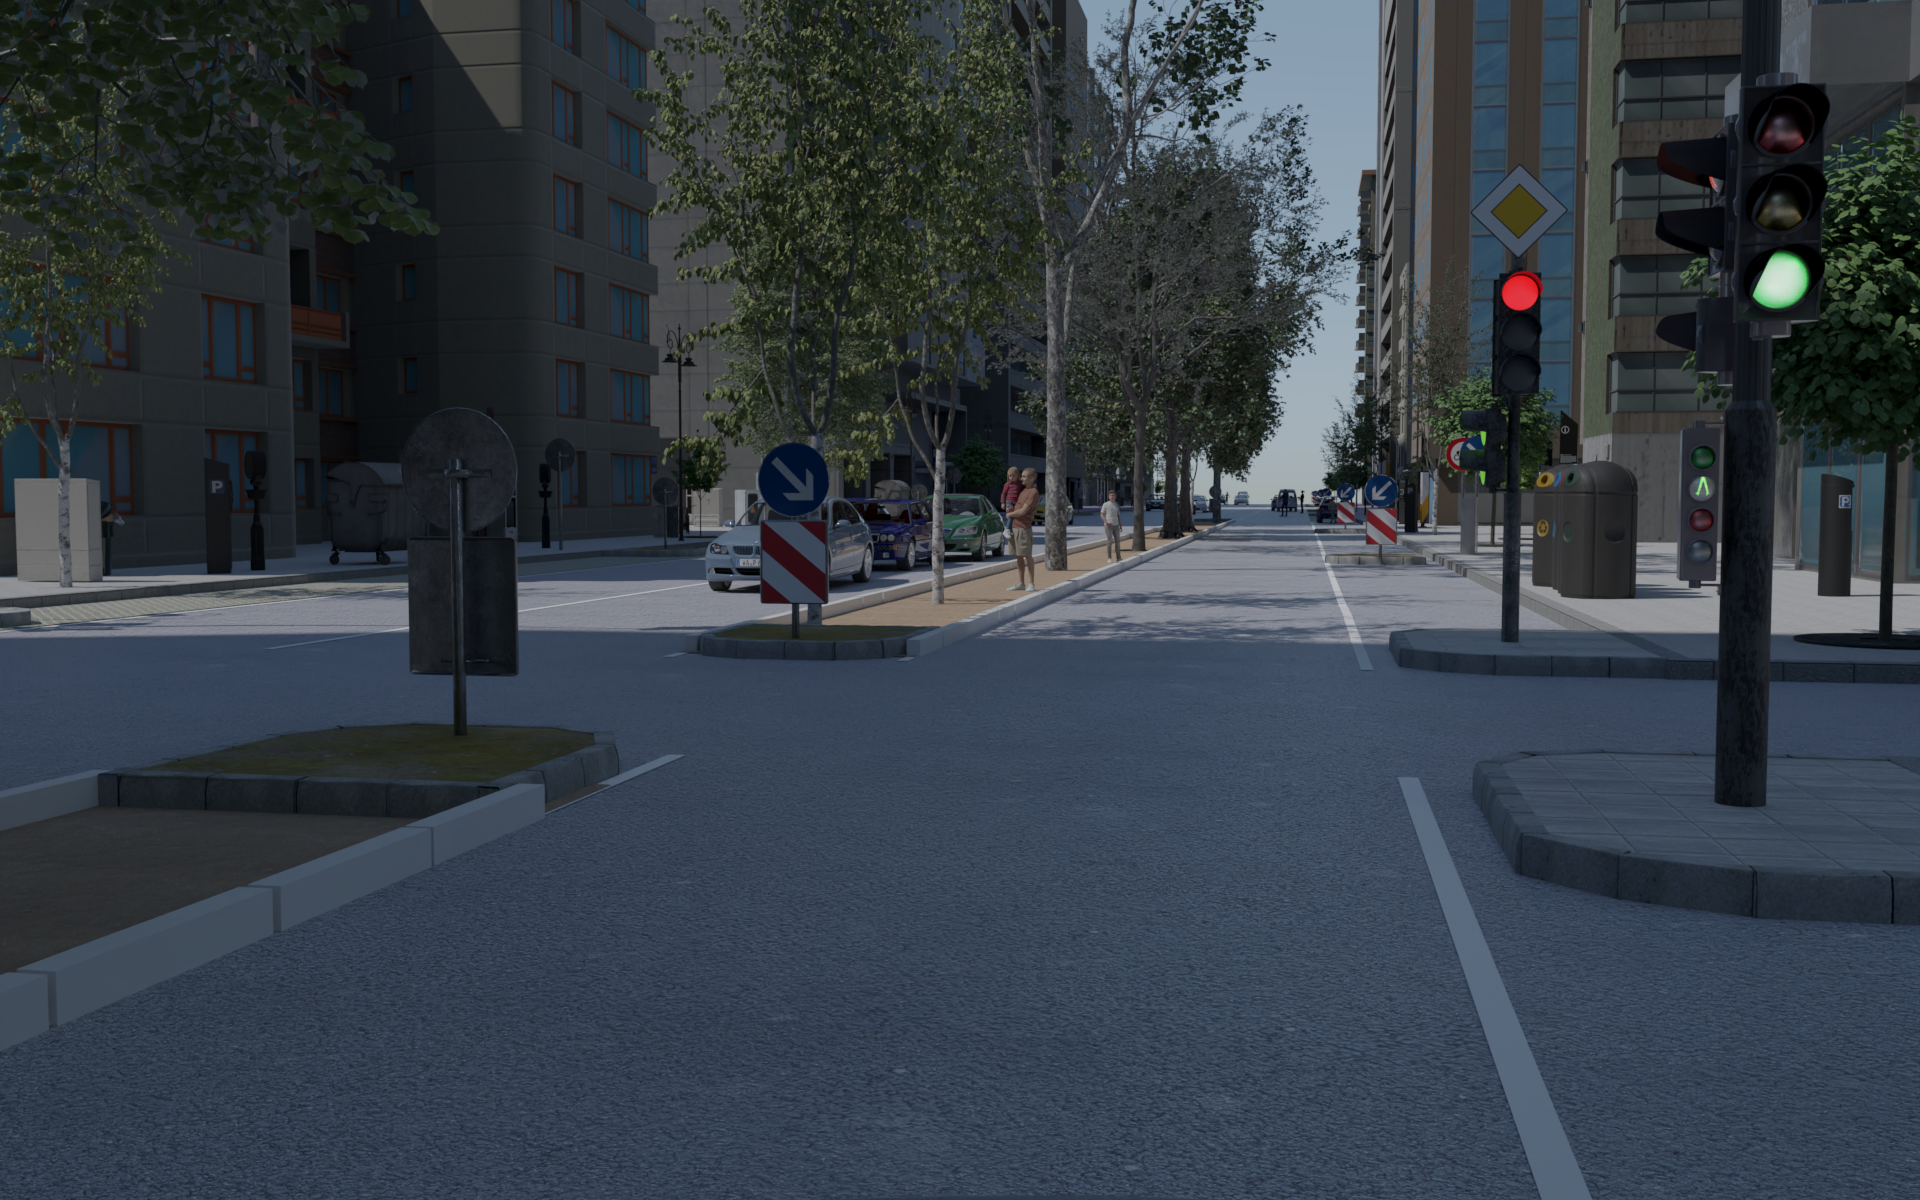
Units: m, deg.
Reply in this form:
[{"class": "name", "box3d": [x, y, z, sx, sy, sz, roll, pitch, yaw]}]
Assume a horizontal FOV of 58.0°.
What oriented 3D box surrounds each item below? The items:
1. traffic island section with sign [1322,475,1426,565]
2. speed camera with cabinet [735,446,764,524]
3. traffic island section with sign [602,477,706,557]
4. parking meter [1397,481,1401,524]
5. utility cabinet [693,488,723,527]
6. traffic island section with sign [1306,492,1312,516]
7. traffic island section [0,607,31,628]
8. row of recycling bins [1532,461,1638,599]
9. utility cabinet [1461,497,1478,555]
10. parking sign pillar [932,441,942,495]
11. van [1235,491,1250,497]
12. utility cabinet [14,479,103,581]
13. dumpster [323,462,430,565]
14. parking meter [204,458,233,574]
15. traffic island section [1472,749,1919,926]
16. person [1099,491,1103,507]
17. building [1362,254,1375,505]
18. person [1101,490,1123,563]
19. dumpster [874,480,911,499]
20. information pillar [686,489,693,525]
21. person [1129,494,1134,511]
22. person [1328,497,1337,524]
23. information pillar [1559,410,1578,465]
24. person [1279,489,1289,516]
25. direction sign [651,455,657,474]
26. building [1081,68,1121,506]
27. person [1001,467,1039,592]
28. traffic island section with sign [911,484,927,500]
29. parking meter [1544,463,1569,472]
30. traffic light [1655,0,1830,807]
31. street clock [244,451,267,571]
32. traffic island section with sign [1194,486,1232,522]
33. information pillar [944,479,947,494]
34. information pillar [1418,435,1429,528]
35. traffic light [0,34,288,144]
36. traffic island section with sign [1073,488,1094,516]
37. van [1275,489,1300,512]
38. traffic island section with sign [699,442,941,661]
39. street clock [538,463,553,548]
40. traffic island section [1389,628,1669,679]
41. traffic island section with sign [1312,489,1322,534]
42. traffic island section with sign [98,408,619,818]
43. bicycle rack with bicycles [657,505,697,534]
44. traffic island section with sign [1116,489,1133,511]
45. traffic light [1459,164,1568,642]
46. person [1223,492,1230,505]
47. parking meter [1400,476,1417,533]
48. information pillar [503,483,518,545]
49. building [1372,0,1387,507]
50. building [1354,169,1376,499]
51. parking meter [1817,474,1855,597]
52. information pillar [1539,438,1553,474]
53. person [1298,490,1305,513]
[{"class": "traffic island section with sign", "box3d": [8.605, -1.673, 35.978, 1.989, 1.847, 2.006, 1, 4, 11]}, {"class": "speed camera with cabinet", "box3d": [-8.261, -4.635, 70.124, 0.660, 3.252, 2.038, 2, 4, 31]}, {"class": "traffic island section with sign", "box3d": [-6.975, -1.923, 40.062, 1.989, 1.847, 2.006, 1, 4, 11]}, {"class": "parking meter", "box3d": [18.762, -4.138, 73.370, 0.255, 1.863, 0.399, 2, 4, 24]}, {"class": "utility cabinet", "box3d": [-9.813, -3.594, 67.446, 1.173, 1.500, 0.318, 2, 4, 24]}, {"class": "traffic island section with sign", "box3d": [23.762, -6.381, 112.956, 1.989, 1.847, 2.006, 1, 4, 11]}, {"class": "traffic island section", "box3d": [-11.285, 0.249, 18.202, 2.009, 0.180, 2.903, 1, 4, 11]}, {"class": "row of recycling bins", "box3d": [8.213, -0.956, 22.751, 1.069, 1.692, 3.534, 1, 4, 11]}, {"class": "utility cabinet", "box3d": [10.877, -1.581, 37.014, 0.306, 1.237, 1.020, 1, 4, 19]}, {"class": "parking sign pillar", "box3d": [-1.136, -6.047, 87.337, 1.447, 3.967, 1.447, 0, 4, 4]}, {"class": "van", "box3d": [39.088, -14.218, 239.470, 2.013, 2.044, 4.112, 1, 4, 12]}, {"class": "utility cabinet", "box3d": [-13.146, -1.015, 25.279, 1.173, 1.500, 0.318, 1, 4, 10]}, {"class": "dumpster", "box3d": [-10.719, -1.600, 31.922, 1.264, 1.857, 1.865, 1, 4, 11]}, {"class": "parking meter", "box3d": [-11.922, -1.356, 27.886, 0.399, 1.863, 0.255, -1, 4, -17]}, {"class": "traffic island section", "box3d": [3.255, 0.922, 7.207, 2.009, 0.180, 2.903, 1, 4, 11]}, {"class": "person", "box3d": [14.171, -10.051, 173.761, 0.530, 1.710, 0.541, 1, 4, 11]}, {"class": "building", "box3d": [55.600, -26.665, 207.670, 14.160, 30.474, 14.107, 1, 4, 11]}, {"class": "person", "box3d": [3.190, -1.519, 35.929, 0.523, 1.515, 0.503, 2, 4, 34]}, {"class": "dumpster", "box3d": [-2.833, -4.064, 72.199, 1.264, 1.857, 1.865, 1, 4, 11]}, {"class": "information pillar", "box3d": [-11.132, -4.114, 71.753, 0.304, 2.012, 0.304, 1, 4, 22]}, {"class": "person", "box3d": [14.885, -8.408, 149.234, 1.065, 1.426, 0.557, 1, 4, 10]}, {"class": "person", "box3d": [17.947, -4.323, 83.454, 0.475, 1.303, 0.640, -2, 4, -33]}, {"class": "information pillar", "box3d": [16.833, -3.463, 47.976, 0.504, 3.616, 0.183, 2, 4, 27]}, {"class": "person", "box3d": [20.729, -6.242, 111.009, 0.568, 1.767, 0.683, 3, 5, 44]}, {"class": "direction sign", "box3d": [-12.286, -4.630, 67.694, 0.876, 3.537, 0.379, 0, 4, -6]}, {"class": "building", "box3d": [6.059, -35.167, 194.596, 23.786, 49.044, 30.456, 1, 4, 11]}, {"class": "person", "box3d": [0.891, -1.039, 25.459, 0.580, 1.828, 0.573, 1, 4, 11]}, {"class": "traffic island section with sign", "box3d": [-1.645, -3.578, 67.126, 1.989, 1.847, 2.006, 1, 4, 11]}, {"class": "parking meter", "box3d": [11.178, -1.637, 32.474, 0.399, 1.863, 0.255, 3, 4, 38]}, {"class": "traffic light", "box3d": [1.148, -2.000, 7.363, 4.771, 5.953, 1.251, 1, 4, 11]}, {"class": "street clock", "box3d": [-11.799, -1.497, 29.050, 0.358, 2.002, 0.471, -3, 4, -39]}, {"class": "traffic island section with sign", "box3d": [13.168, -4.984, 89.631, 2.006, 1.907, 1.989, 1, 4, 11]}, {"class": "information pillar", "box3d": [-0.823, -4.732, 81.865, 0.304, 2.012, 0.304, -3, 4, -37]}, {"class": "information pillar", "box3d": [17.759, -4.578, 66.212, 0.183, 3.616, 0.504, 3, 5, 44]}, {"class": "traffic light", "box3d": [-9.178, -2.631, 17.690, 4.771, 5.953, 1.251, 1, 4, 11]}, {"class": "traffic island section with sign", "box3d": [7.920, -6.552, 115.755, 1.989, 1.847, 2.006, 1, 4, 11]}, {"class": "van", "box3d": [26.916, -8.282, 142.428, 2.013, 2.044, 4.112, 1, 4, 11]}, {"class": "traffic island section with sign", "box3d": [-1.341, -0.475, 15.901, 2.006, 1.907, 1.989, 1, 4, 11]}, {"class": "street clock", "box3d": [-9.790, -2.223, 40.910, 0.358, 2.002, 0.471, 0, 4, -8]}, {"class": "traffic island section", "box3d": [4.797, 0.443, 15.042, 2.009, 0.180, 2.903, 1, 4, 11]}, {"class": "traffic island section with sign", "box3d": [13.980, -3.345, 63.324, 1.989, 1.847, 2.006, 1, 4, 11]}, {"class": "traffic island section with sign", "box3d": [-2.781, -0.030, 8.635, 2.006, 1.907, 1.989, 1, 4, 11]}, {"class": "bicycle rack with bicycles", "box3d": [-9.879, -2.641, 56.568, 2.852, 0.926, 2.925, 0, 4, -6]}, {"class": "traffic island section with sign", "box3d": [13.199, -8.189, 142.525, 1.989, 1.847, 2.006, 1, 4, 11]}, {"class": "traffic light", "box3d": [4.760, -1.591, 14.935, 0.839, 4.253, 0.868, 1, 4, 11]}, {"class": "person", "box3d": [34.404, -13.102, 223.534, 1.217, 1.723, 0.721, -3, 4, -37]}, {"class": "parking meter", "box3d": [14.989, -3.177, 57.662, 0.399, 1.863, 0.255, 2, 4, 26]}, {"class": "information pillar", "box3d": [-11.101, -2.339, 42.734, 0.304, 2.012, 0.304, -1, 4, -23]}, {"class": "building", "box3d": [55.241, -39.349, 185.360, 21.231, 58.520, 28.212, 1, 4, 11]}, {"class": "building", "box3d": [63.379, -35.042, 227.566, 22.147, 44.769, 28.867, 1, 4, 11]}, {"class": "parking meter", "box3d": [10.993, -0.815, 21.739, 0.372, 1.533, 0.369, 0, 3, 0]}, {"class": "information pillar", "box3d": [22.140, -4.536, 65.526, 0.504, 3.616, 0.183, 0, 4, -6]}, {"class": "person", "box3d": [25.528, -7.359, 129.637, 0.721, 1.723, 1.217, 0, 4, -5]}]
